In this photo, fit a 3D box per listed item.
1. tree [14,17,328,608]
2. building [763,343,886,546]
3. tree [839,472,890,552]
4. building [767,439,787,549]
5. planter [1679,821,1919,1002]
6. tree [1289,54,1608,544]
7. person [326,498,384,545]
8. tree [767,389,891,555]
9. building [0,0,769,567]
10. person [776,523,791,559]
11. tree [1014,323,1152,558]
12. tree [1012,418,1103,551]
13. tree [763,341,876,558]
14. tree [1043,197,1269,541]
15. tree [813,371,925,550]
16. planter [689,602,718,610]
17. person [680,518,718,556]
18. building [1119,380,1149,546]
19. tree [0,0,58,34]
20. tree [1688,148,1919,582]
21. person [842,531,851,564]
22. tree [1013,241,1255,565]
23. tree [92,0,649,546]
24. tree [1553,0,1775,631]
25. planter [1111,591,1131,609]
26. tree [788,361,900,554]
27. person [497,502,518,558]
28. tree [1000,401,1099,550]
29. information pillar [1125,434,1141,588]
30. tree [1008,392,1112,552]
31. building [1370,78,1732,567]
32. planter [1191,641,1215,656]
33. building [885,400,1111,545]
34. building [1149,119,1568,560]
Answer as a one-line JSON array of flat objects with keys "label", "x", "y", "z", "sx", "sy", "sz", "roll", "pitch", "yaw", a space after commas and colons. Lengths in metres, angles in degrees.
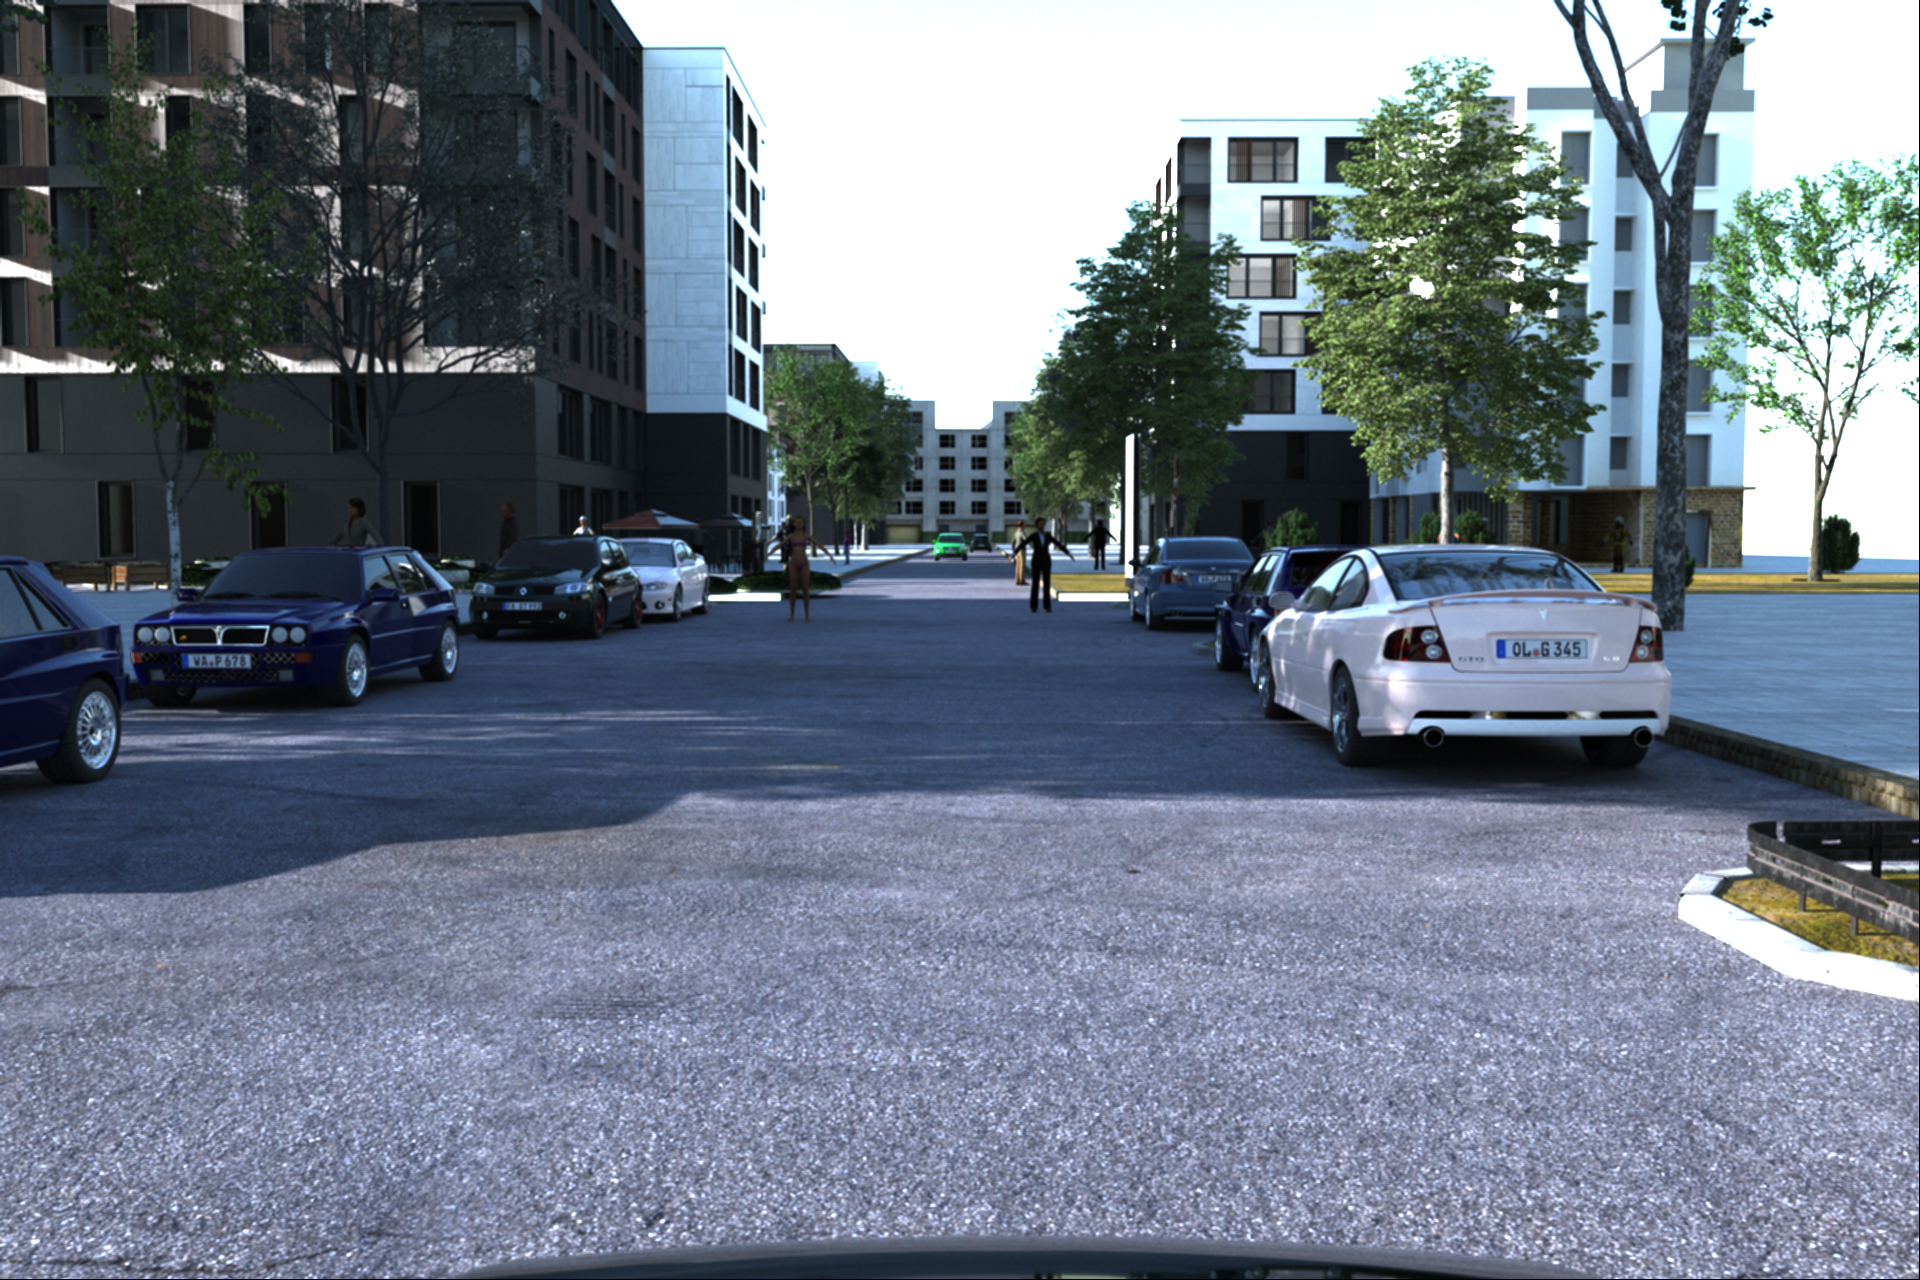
[{"label": "tree", "x": -11.508, "y": -4.582, "z": 25.282, "sx": 4.737, "sy": 8.622, "sz": 4.395, "roll": 0, "pitch": 3, "yaw": 0}, {"label": "building", "x": -23.552, "y": -21.899, "z": 202.017, "sx": 27.936, "sy": 21.610, "sz": 32.646, "roll": 0, "pitch": 4, "yaw": 1}, {"label": "tree", "x": -7.347, "y": -10.599, "z": 123.653, "sx": 4.737, "sy": 8.622, "sz": 4.395, "roll": 0, "pitch": 3, "yaw": 0}, {"label": "building", "x": -20.639, "y": -13.407, "z": 161.344, "sx": 9.099, "sy": 9.664, "sz": 28.070, "roll": 0, "pitch": 4, "yaw": 1}, {"label": "planter", "x": 3.678, "y": 0.922, "z": 6.073, "sx": 1.991, "sy": 0.319, "sz": 1.994, "roll": 0, "pitch": 4, "yaw": 0}, {"label": "tree", "x": 11.502, "y": -7.584, "z": 42.119, "sx": 7.486, "sy": 12.596, "sz": 7.792, "roll": 0, "pitch": 3, "yaw": 0}, {"label": "person", "x": -7.731, "y": -0.933, "z": 22.012, "sx": 1.215, "sy": 1.744, "sz": 0.721, "roll": 2, "pitch": 4, "yaw": 27}, {"label": "tree", "x": -7.614, "y": -10.377, "z": 104.069, "sx": 7.601, "sy": 10.594, "sz": 8.767, "roll": 3, "pitch": 5, "yaw": 42}, {"label": "building", "x": -23.823, "y": -13.890, "z": 71.083, "sx": 27.936, "sy": 21.610, "sz": 32.646, "roll": 0, "pitch": 4, "yaw": 1}, {"label": "person", "x": -7.435, "y": -4.242, "z": 75.501, "sx": 1.345, "sy": 1.843, "sz": 0.704, "roll": 1, "pitch": 4, "yaw": 18}, {"label": "tree", "x": 6.610, "y": -10.615, "z": 91.688, "sx": 7.486, "sy": 12.596, "sz": 7.792, "roll": 0, "pitch": 3, "yaw": 0}, {"label": "tree", "x": 7.644, "y": -12.647, "z": 132.529, "sx": 9.928, "sy": 11.665, "sz": 9.643, "roll": 0, "pitch": 3, "yaw": 0}, {"label": "tree", "x": -8.168, "y": -10.319, "z": 94.475, "sx": 9.928, "sy": 11.665, "sz": 9.643, "roll": 0, "pitch": 3, "yaw": 0}, {"label": "tree", "x": 6.752, "y": -8.645, "z": 59.469, "sx": 7.486, "sy": 12.596, "sz": 7.792, "roll": 0, "pitch": 3, "yaw": 0}, {"label": "tree", "x": -7.593, "y": -14.065, "z": 136.618, "sx": 9.857, "sy": 13.997, "sz": 8.962, "roll": 0, "pitch": 3, "yaw": 0}, {"label": "planter", "x": -5.768, "y": -0.767, "z": 33.679, "sx": 1.991, "sy": 0.319, "sz": 1.994, "roll": 0, "pitch": 4, "yaw": 1}, {"label": "person", "x": -8.939, "y": -3.233, "z": 58.991, "sx": 1.348, "sy": 1.813, "sz": 0.705, "roll": -1, "pitch": 4, "yaw": -13}, {"label": "building", "x": 28.369, "y": -20.605, "z": 203.357, "sx": 16.747, "sy": 18.905, "sz": 31.486, "roll": 0, "pitch": 4, "yaw": 1}, {"label": "tree", "x": -11.755, "y": -6.476, "z": 12.540, "sx": 9.857, "sy": 13.997, "sz": 8.962, "roll": 0, "pitch": 3, "yaw": 0}, {"label": "tree", "x": 23.508, "y": -7.407, "z": 46.863, "sx": 9.928, "sy": 11.665, "sz": 9.643, "roll": 0, "pitch": 3, "yaw": 0}, {"label": "person", "x": -4.862, "y": -3.937, "z": 73.635, "sx": 0.599, "sy": 1.433, "sz": 0.991, "roll": 1, "pitch": 4, "yaw": 14}, {"label": "tree", "x": 6.956, "y": -9.887, "z": 72.018, "sx": 12.009, "sy": 13.543, "sz": 11.850, "roll": 0, "pitch": 3, "yaw": 0}, {"label": "tree", "x": -12.022, "y": -7.656, "z": 35.543, "sx": 12.009, "sy": 13.543, "sz": 11.850, "roll": 0, "pitch": 3, "yaw": 0}, {"label": "tree", "x": 8.709, "y": -10.268, "z": 23.774, "sx": 12.611, "sy": 20.169, "sz": 13.585, "roll": 0, "pitch": 3, "yaw": 0}, {"label": "planter", "x": 3.975, "y": -0.782, "z": 33.932, "sx": 1.991, "sy": 0.319, "sz": 1.994, "roll": 0, "pitch": 4, "yaw": 0}, {"label": "tree", "x": -7.689, "y": -12.007, "z": 114.439, "sx": 7.486, "sy": 12.596, "sz": 7.792, "roll": 0, "pitch": 3, "yaw": 0}, {"label": "person", "x": -7.432, "y": -1.362, "z": 28.444, "sx": 0.705, "sy": 1.807, "sz": 1.348, "roll": -1, "pitch": 4, "yaw": -19}, {"label": "tree", "x": 7.850, "y": -14.509, "z": 143.883, "sx": 9.857, "sy": 13.997, "sz": 8.962, "roll": 0, "pitch": 3, "yaw": 0}, {"label": "information pillar", "x": 4.125, "y": -3.060, "z": 41.347, "sx": 0.184, "sy": 3.620, "sz": 1.656, "roll": 0, "pitch": 4, "yaw": 0}, {"label": "tree", "x": 7.349, "y": -12.070, "z": 123.107, "sx": 9.928, "sy": 11.665, "sz": 9.643, "roll": 0, "pitch": 3, "yaw": 0}, {"label": "building", "x": 24.064, "y": -13.578, "z": 78.426, "sx": 16.016, "sy": 20.090, "sz": 11.380, "roll": 0, "pitch": 4, "yaw": 1}, {"label": "planter", "x": 3.831, "y": 0.010, "z": 20.969, "sx": 1.991, "sy": 0.319, "sz": 1.994, "roll": 0, "pitch": 4, "yaw": 1}, {"label": "building", "x": 3.506, "y": -22.398, "z": 235.117, "sx": 31.486, "sy": 18.905, "sz": 16.747, "roll": 0, "pitch": 4, "yaw": -4}, {"label": "building", "x": 24.857, "y": -15.773, "z": 101.864, "sx": 27.936, "sy": 21.610, "sz": 32.646, "roll": 0, "pitch": 4, "yaw": 0}]
